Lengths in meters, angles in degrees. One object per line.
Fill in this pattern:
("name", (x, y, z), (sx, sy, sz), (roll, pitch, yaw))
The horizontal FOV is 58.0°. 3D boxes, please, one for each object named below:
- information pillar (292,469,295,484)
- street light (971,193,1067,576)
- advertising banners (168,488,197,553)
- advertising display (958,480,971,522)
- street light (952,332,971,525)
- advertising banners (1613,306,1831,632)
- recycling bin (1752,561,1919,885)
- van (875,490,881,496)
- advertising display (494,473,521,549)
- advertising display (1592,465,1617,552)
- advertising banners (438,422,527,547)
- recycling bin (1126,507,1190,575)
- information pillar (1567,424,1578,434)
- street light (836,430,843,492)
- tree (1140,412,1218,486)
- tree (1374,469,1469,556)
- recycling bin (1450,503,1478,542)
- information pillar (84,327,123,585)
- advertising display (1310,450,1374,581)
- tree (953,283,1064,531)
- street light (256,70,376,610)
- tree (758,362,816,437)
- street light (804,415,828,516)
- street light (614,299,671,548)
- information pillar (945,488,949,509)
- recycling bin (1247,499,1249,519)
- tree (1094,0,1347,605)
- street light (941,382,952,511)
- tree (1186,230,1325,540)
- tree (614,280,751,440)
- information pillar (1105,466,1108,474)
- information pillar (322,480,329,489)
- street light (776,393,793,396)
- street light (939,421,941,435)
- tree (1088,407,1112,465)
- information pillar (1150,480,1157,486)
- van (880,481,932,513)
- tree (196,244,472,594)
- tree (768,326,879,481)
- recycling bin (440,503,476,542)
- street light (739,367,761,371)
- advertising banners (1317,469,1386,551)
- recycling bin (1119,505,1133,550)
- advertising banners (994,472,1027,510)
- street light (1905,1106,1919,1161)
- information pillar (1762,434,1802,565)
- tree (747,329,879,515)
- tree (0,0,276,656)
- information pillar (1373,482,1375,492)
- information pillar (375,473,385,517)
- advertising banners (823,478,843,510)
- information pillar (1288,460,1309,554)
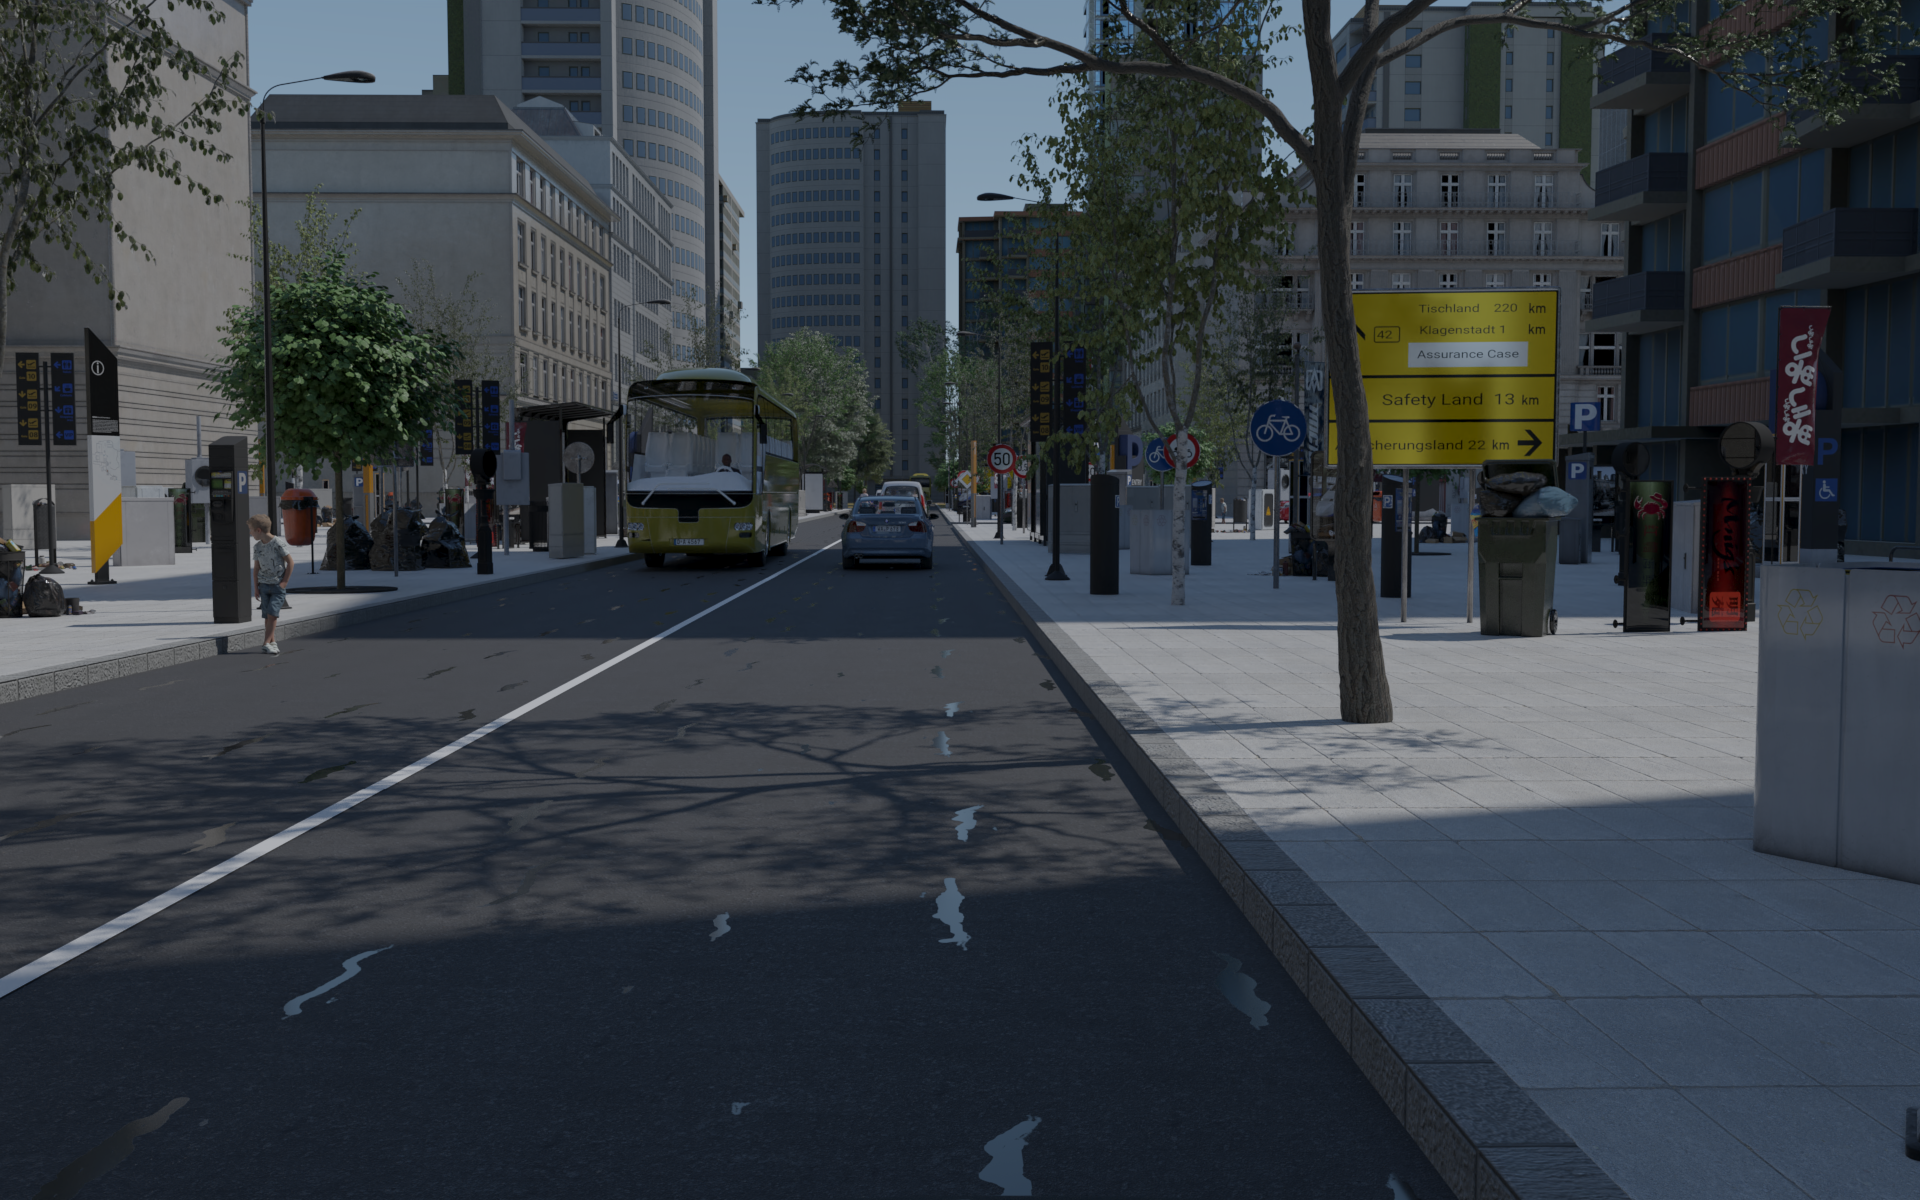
("information pillar", (-34.640, -6.033, 89.998), (0.183, 3.616, 0.504), (-1, 4, -14))
("street light", (0.958, -3.323, 26.865), (1.470, 5.913, 1.316), (0, 4, -1))
("advertising banners", (-17.602, -2.515, 37.308), (2.074, 3.025, 0.090), (-1, 4, -14))
("advertising display", (0.303, -4.539, 79.419), (0.974, 1.923, 0.123), (3, 4, 38))
("street light", (0.584, -4.718, 49.674), (1.470, 5.913, 1.316), (0, 4, -1))
("advertising banners", (7.102, -1.219, 16.112), (2.074, 3.025, 0.090), (0, 4, -8))
("recycling bin", (3.323, 0.396, 6.078), (0.722, 1.027, 0.722), (-2, 4, -29))
("van", (-7.446, -9.844, 167.968), (2.013, 2.044, 4.112), (0, 4, -3))
("advertising display", (-10.623, -2.169, 40.675), (0.123, 1.923, 0.974), (1, 4, 18))
("advertising display", (14.023, -2.029, 38.381), (0.974, 1.923, 0.123), (1, 4, 19))
("advertising banners", (-11.501, -2.796, 41.909), (2.074, 3.025, 0.090), (0, 4, -3))
("recycling bin", (3.194, -0.927, 27.716), (0.722, 1.027, 0.722), (-2, 4, -25))
("information pillar", (20.472, -4.063, 57.790), (0.504, 3.616, 0.183), (0, 4, 1))
("street light", (-9.085, -9.286, 124.366), (1.470, 5.913, 1.316), (0, 4, -1))
("tree", (8.627, -5.242, 69.428), (4.285, 4.588, 4.351), (0, 3, 0))
("tree", (9.754, -3.233, 36.574), (4.285, 4.588, 4.351), (0, 3, 0))
("recycling bin", (13.657, -2.090, 46.723), (0.722, 1.027, 0.722), (2, 4, 25))
("information pillar", (-12.162, -2.033, 24.590), (0.183, 3.616, 0.504), (2, 4, 24))
("advertising display", (5.600, -1.237, 25.438), (0.974, 1.923, 0.123), (3, 5, 41))
("tree", (1.898, -6.759, 60.876), (4.360, 8.622, 3.978), (0, 3, 0))
("street light", (-7.108, -2.850, 19.144), (1.470, 5.913, 1.316), (0, 4, -1))
("tree", (-10.148, -8.903, 95.921), (4.737, 8.622, 4.395), (0, 3, 0))
("street light", (-8.634, -7.922, 102.071), (1.470, 5.913, 1.316), (0, 4, -1))
("street light", (-7.587, -4.213, 41.422), (1.470, 5.913, 1.316), (0, 4, -1))
("information pillar", (-1.105, -9.053, 152.500), (0.304, 2.012, 0.304), (1, 4, 12))
("recycling bin", (14.943, -4.601, 87.779), (0.722, 1.027, 0.722), (-1, 4, -21))
("tree", (2.524, -4.262, 20.046), (4.737, 8.622, 4.395), (0, 3, 0))
("street light", (0.047, -6.075, 71.870), (1.470, 5.913, 1.316), (0, 4, -1))
("tree", (8.163, -5.976, 48.073), (4.360, 8.622, 3.978), (0, 3, 0))
("tree", (-9.166, -6.660, 59.248), (4.360, 8.622, 3.978), (0, 3, 0))
("information pillar", (11.613, -8.930, 137.354), (0.183, 3.616, 0.504), (-2, 4, -30))
("information pillar", (-32.777, -5.200, 89.511), (0.304, 2.012, 0.304), (-2, 4, -25))
("street light", (-8.366, -6.564, 79.870), (1.470, 5.913, 1.316), (0, 4, -1))
("street light", (-0.181, -7.037, 87.596), (1.470, 5.913, 1.316), (0, 4, -1))
("tree", (10.799, -11.701, 141.675), (4.360, 8.622, 3.978), (0, 3, 0))
("information pillar", (10.410, -5.426, 93.204), (0.304, 2.012, 0.304), (-2, 4, -25))
("van", (-1.945, -3.152, 58.547), (2.013, 2.044, 4.112), (0, 4, -1))
("tree", (-8.279, -2.391, 22.804), (4.285, 4.588, 4.351), (0, 3, 0))
("tree", (-10.823, -13.696, 130.587), (9.857, 13.997, 8.962), (0, 3, 0))
("recycling bin", (-13.518, -2.089, 46.703), (0.722, 1.027, 0.722), (2, 4, 30))
("street light", (-8.008, -5.571, 63.621), (1.470, 5.913, 1.316), (0, 4, -1))
("advertising banners", (8.890, -2.635, 39.263), (2.074, 3.025, 0.090), (-1, 4, -22))
("recycling bin", (3.531, -1.694, 40.244), (0.722, 1.027, 0.722), (3, 5, 41))
("advertising banners", (2.388, -5.396, 84.418), (2.074, 3.025, 0.090), (-3, 4, -37))
("street light", (1.472, -1.876, 3.209), (1.470, 5.913, 1.316), (0, 4, -1))
("information pillar", (10.063, -1.022, 21.202), (0.304, 2.012, 0.304), (-1, 4, -19))
("tree", (-9.915, -11.142, 107.924), (9.928, 11.665, 9.643), (0, 3, 0))
("tree", (-7.699, -3.873, 13.690), (4.360, 8.622, 3.978), (0, 3, 0))
("information pillar", (13.490, -4.035, 57.334), (0.504, 3.616, 0.183), (0, 4, 0))
("information pillar", (-20.466, -3.463, 61.113), (0.304, 2.012, 0.304), (-1, 4, -15))
("advertising banners", (-10.486, -8.847, 140.834), (2.074, 3.025, 0.090), (-1, 4, -10))
("information pillar", (7.266, -1.998, 37.161), (0.304, 2.012, 0.304), (-2, 4, -31))
